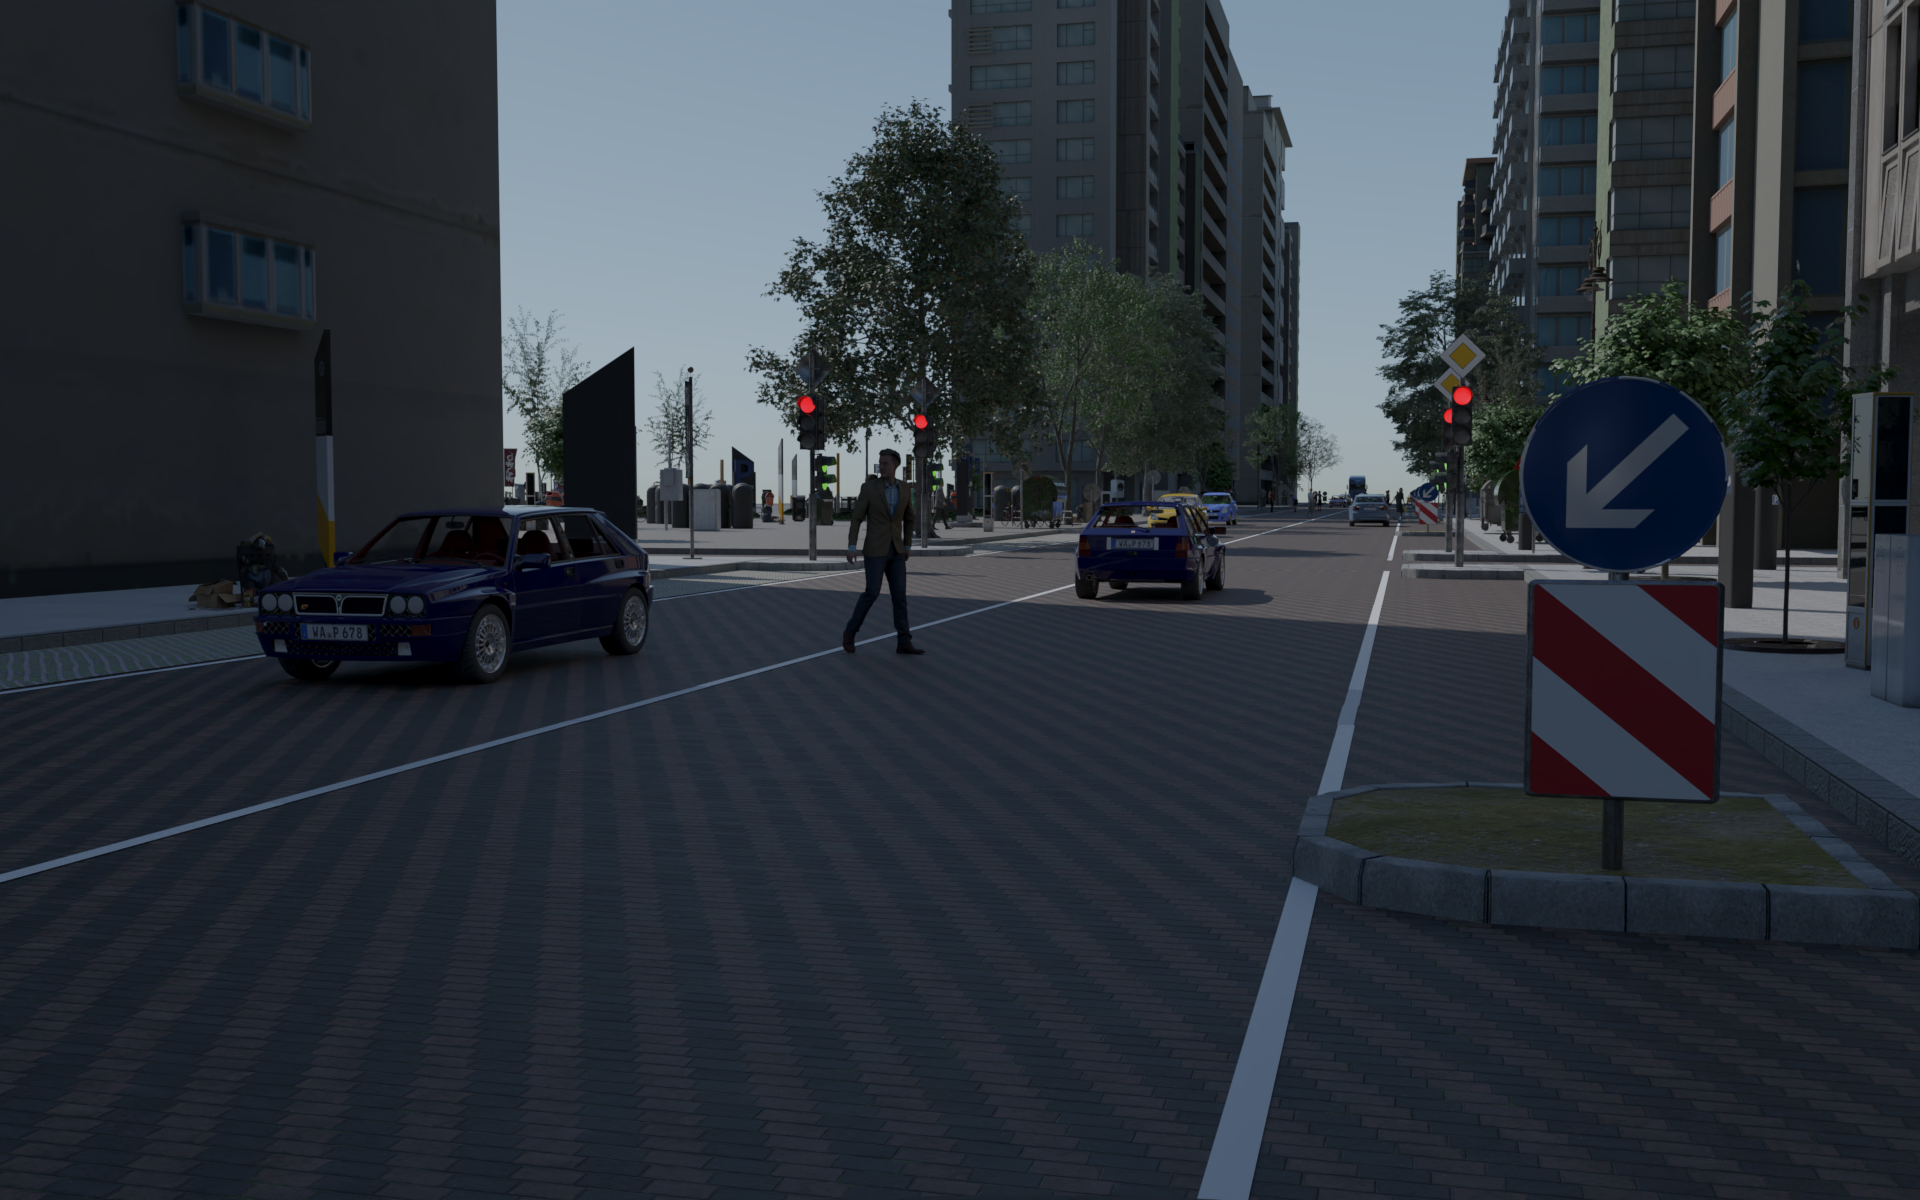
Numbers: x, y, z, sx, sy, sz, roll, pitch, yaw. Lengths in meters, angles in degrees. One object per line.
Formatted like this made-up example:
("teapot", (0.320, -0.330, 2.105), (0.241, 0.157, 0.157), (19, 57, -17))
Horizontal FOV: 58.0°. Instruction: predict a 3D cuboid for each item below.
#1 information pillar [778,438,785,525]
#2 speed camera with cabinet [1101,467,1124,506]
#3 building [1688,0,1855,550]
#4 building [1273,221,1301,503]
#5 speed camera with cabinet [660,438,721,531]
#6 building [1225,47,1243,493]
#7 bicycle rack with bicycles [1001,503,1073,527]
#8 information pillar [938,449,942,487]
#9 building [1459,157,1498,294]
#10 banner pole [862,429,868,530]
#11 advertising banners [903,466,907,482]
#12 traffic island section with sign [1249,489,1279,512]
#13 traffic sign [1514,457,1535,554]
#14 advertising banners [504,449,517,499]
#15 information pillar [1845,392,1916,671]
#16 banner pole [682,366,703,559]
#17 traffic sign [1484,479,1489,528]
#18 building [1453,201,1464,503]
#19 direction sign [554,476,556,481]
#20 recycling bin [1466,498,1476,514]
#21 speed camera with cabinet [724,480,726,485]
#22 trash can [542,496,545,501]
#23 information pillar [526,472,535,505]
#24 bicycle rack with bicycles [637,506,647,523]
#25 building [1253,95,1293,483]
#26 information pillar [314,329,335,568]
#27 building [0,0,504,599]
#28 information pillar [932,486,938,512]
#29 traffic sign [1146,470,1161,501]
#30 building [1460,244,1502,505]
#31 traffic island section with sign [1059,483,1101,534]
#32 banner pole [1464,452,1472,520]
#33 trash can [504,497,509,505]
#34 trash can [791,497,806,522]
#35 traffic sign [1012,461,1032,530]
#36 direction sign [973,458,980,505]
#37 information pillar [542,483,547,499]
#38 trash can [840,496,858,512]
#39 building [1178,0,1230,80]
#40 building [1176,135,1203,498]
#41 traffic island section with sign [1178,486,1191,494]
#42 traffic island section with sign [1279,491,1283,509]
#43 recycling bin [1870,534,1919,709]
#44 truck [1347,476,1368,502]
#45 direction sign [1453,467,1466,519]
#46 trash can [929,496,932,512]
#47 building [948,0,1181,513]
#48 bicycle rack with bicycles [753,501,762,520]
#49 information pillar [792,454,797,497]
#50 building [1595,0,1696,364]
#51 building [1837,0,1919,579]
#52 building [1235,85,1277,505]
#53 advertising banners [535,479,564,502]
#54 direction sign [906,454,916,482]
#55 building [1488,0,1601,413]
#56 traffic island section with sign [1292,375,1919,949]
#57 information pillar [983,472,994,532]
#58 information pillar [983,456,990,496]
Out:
("information pillar", (-7.542, -4.991, 72.950), (0.183, 3.616, 0.504), (-2, 4, -24))
("speed camera with cabinet", (9.482, -7.054, 109.667), (2.038, 3.252, 0.660), (-3, 4, -38))
("building", (33.002, -23.839, 44.395), (28.867, 44.769, 22.147), (1, 4, 14))
("building", (42.276, -34.926, 254.637), (14.154, 41.232, 14.086), (1, 4, 14))
("speed camera with cabinet", (-9.468, -4.067, 60.828), (2.038, 3.252, 0.660), (1, 4, 8))
("building", (20.453, -31.975, 172.907), (14.600, 45.320, 14.200), (1, 4, 14))
("bicycle rack with bicycles", (3.202, -3.363, 68.370), (2.852, 0.926, 2.925), (-1, 4, -22))
("information pillar", (-1.004, -5.785, 85.938), (0.183, 3.616, 0.504), (-1, 4, -16))
("building", (74.763, -34.536, 219.287), (22.147, 44.769, 28.867), (1, 4, 14))
("banner pole", (-3.304, -4.357, 61.258), (0.401, 3.779, 0.863), (0, 4, 2))
("advertising banners", (-3.981, -6.887, 108.794), (2.074, 3.025, 0.090), (-3, 5, -43))
("traffic island section with sign", (24.044, -7.894, 137.695), (1.989, 1.847, 2.006), (1, 4, 14))
("traffic sign", (12.356, -2.278, 37.244), (0.884, 2.594, 0.081), (1, 4, 15))
("advertising banners", (-17.850, -4.257, 65.785), (2.074, 3.025, 0.090), (-1, 4, -14))
("information pillar", (6.712, -0.499, 12.649), (0.304, 2.012, 0.304), (0, 4, 0))
("banner pole", (-5.295, -2.682, 33.862), (0.401, 3.779, 0.863), (0, 4, 2))
("traffic sign", (19.510, -3.904, 63.942), (0.768, 2.556, 0.104), (1, 4, 18))
("building", (76.075, -34.109, 241.272), (14.154, 41.232, 14.086), (1, 4, 14))
("direction sign", (-27.512, -7.740, 118.550), (0.876, 3.537, 0.379), (3, 5, 44))
("recycling bin", (32.075, -5.914, 109.248), (0.722, 1.027, 0.722), (-1, 4, -9))
("speed camera with cabinet", (-14.623, -7.110, 110.577), (2.038, 3.252, 0.660), (-1, 4, -21))
("trash can", (-24.590, -5.621, 103.552), (0.748, 1.137, 0.748), (0, 3, 0))
("information pillar", (-14.526, -3.310, 58.605), (0.304, 2.012, 0.304), (-1, 4, -16))
("bicycle rack with bicycles", (-12.870, -3.972, 78.322), (2.925, 0.926, 2.852), (2, 4, 25))
("building", (29.744, -39.554, 235.949), (28.713, 52.752, 27.495), (1, 4, 14))
("information pillar", (-9.090, -2.045, 24.792), (0.183, 3.616, 0.504), (-3, 4, -38))
("building", (-21.474, -24.470, 23.789), (21.600, 48.544, 21.300), (1, 4, 14))
("information pillar", (-1.310, -5.332, 91.676), (0.304, 2.012, 0.304), (-1, 4, -16))
("traffic sign", (10.208, -5.585, 91.428), (0.768, 2.556, 0.104), (1, 4, 18))
("building", (64.891, -26.190, 199.910), (14.160, 30.474, 14.107), (1, 4, 14))
("traffic island section with sign", (4.766, -3.323, 62.956), (1.989, 1.847, 2.006), (1, 4, 14))
("banner pole", (25.519, -5.941, 87.147), (0.863, 3.779, 0.401), (-1, 4, -18))
("trash can", (-21.414, -4.250, 81.135), (0.748, 1.137, 0.748), (0, 3, 0))
("trash can", (-7.519, -4.224, 80.722), (0.748, 1.137, 0.748), (0, 3, 0))
("traffic sign", (2.231, -3.823, 62.619), (0.768, 2.556, 0.104), (1, 4, 15))
("direction sign", (0.836, -7.139, 108.713), (0.876, 3.537, 0.379), (2, 4, 25))
("information pillar", (-26.805, -6.544, 111.493), (0.304, 2.012, 0.304), (2, 4, 24))
("trash can", (-6.512, -5.347, 99.073), (0.748, 1.137, 0.748), (0, 3, 0))
("building", (12.281, -32.542, 155.758), (21.300, 48.544, 21.600), (1, 4, 14))
("building", (11.344, -22.383, 137.664), (14.160, 30.474, 14.107), (1, 4, 14))
("traffic island section with sign", (11.580, -4.943, 89.438), (1.989, 1.847, 2.006), (1, 4, 14))
("traffic island section with sign", (30.806, -9.497, 163.904), (1.989, 1.847, 2.006), (1, 4, 14))
("recycling bin", (6.083, 0.119, 10.616), (0.722, 1.027, 0.722), (1, 4, 12))
("truck", (59.277, -16.389, 257.717), (2.967, 4.110, 18.799), (1, 4, 14))
("direction sign", (25.897, -5.947, 89.233), (0.379, 3.537, 0.876), (0, 4, -6))
("trash can", (-1.562, -5.845, 107.225), (0.748, 1.137, 0.748), (0, 3, 0))
("building", (7.715, -26.895, 123.331), (14.154, 41.232, 14.086), (1, 4, 14))
("bicycle rack with bicycles", (-11.326, -4.478, 86.590), (2.852, 0.926, 2.925), (2, 4, 26))
("information pillar", (-9.630, -6.698, 100.862), (0.183, 3.616, 0.504), (-3, 4, -38))
("building", (32.489, -23.524, 68.208), (14.154, 41.232, 14.086), (1, 4, 14))
("building", (16.735, -12.024, 14.607), (12.078, 24.808, 19.932), (1, 4, 14))
("building", (26.926, -35.951, 211.500), (21.300, 48.544, 21.600), (1, 4, 14))
("advertising banners", (-20.675, -5.573, 87.307), (0.090, 3.025, 2.074), (3, 4, 36))
("direction sign", (-2.629, -6.485, 98.033), (0.876, 3.537, 0.379), (-1, 4, -14))
("building", (61.464, -33.165, 161.859), (23.786, 49.044, 30.456), (1, 4, 14))
("traffic island section with sign", (2.315, 0.124, 6.608), (1.989, 1.847, 2.006), (1, 4, 14))
("information pillar", (0.975, -3.324, 58.840), (0.304, 2.012, 0.304), (1, 4, 14))
("information pillar", (1.637, -7.085, 107.188), (0.504, 3.616, 0.183), (-3, 5, -43))
